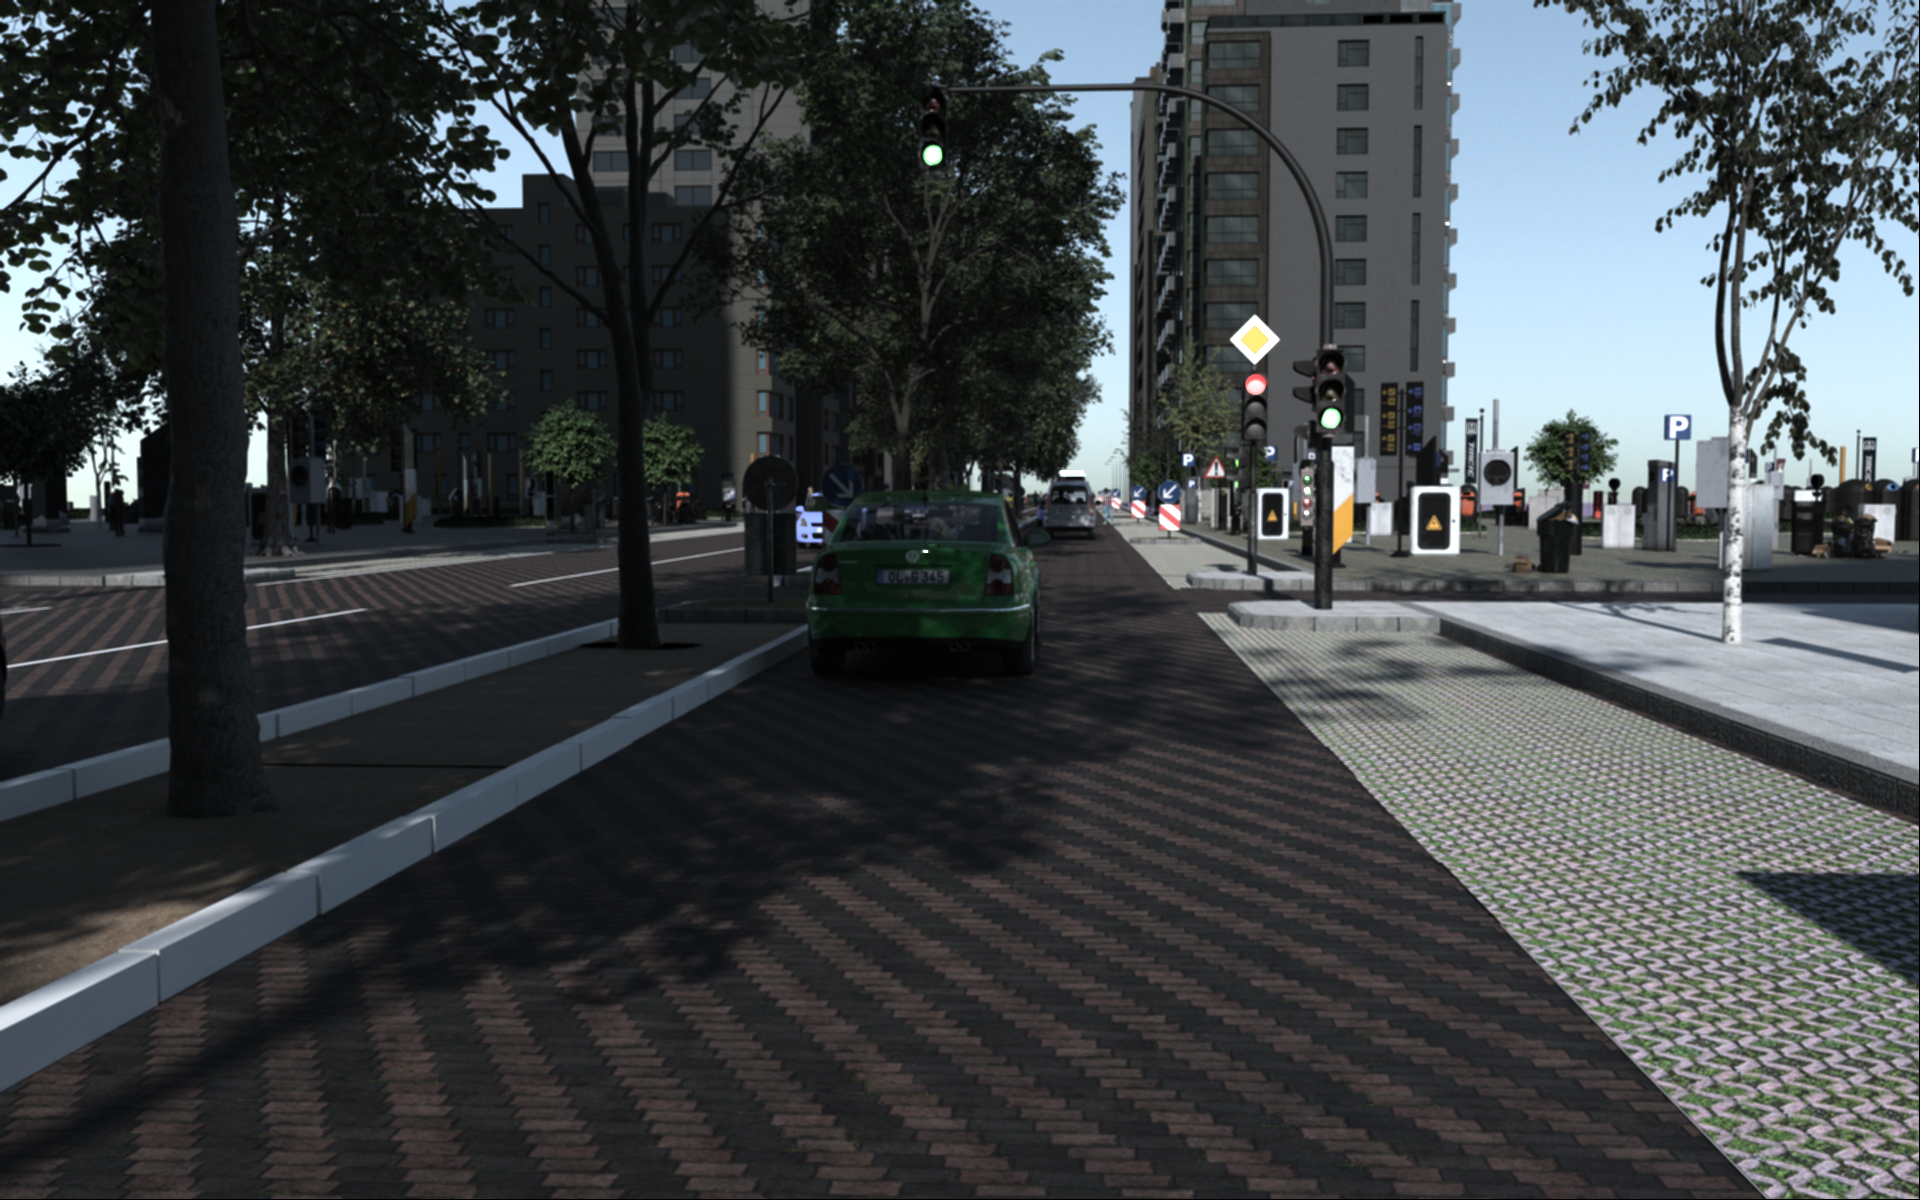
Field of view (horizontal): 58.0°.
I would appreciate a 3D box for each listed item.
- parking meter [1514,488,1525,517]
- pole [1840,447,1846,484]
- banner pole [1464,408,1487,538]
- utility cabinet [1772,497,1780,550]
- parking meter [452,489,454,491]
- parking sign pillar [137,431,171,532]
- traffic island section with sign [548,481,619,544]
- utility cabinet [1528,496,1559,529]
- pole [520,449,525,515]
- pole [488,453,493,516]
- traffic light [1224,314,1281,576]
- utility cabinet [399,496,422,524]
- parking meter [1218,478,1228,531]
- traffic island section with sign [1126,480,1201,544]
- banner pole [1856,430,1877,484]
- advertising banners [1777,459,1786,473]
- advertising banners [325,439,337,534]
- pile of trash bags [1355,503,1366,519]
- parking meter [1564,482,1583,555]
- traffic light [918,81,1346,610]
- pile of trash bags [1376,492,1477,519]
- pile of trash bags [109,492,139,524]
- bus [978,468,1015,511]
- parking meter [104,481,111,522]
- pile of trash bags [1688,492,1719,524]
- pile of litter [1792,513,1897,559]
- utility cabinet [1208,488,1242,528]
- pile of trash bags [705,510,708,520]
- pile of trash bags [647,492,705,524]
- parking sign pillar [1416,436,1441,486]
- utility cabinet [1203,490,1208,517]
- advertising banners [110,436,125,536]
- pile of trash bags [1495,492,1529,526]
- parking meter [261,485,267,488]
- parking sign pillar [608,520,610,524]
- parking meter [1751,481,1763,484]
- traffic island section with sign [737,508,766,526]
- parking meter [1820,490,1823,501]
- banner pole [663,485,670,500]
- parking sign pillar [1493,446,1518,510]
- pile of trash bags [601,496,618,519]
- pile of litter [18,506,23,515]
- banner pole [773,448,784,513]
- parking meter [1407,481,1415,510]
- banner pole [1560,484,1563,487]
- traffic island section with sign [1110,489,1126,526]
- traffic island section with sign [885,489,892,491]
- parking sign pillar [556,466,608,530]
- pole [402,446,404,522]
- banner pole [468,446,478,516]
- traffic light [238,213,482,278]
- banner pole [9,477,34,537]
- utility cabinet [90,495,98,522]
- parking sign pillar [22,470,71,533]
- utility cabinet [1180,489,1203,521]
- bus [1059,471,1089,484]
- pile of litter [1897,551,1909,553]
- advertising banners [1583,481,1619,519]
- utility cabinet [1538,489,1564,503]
[{"bbox_3d":[23.738,-3.975,73.406,0.372,1.533,0.369,0,3,0],"label":"parking meter"},{"bbox_3d":[37.993,-4.940,74.609,0.158,3.312,0.155,0,3,0],"label":"pole"},{"bbox_3d":[15.036,-3.703,50.564,0.863,3.779,0.401,-2,4,-28],"label":"banner pole"},{"bbox_3d":[18.731,-1.773,40.147,0.306,1.237,1.020,3,4,36],"label":"utility cabinet"},{"bbox_3d":[-26.402,-5.038,90.779,0.372,1.533,0.369,0,3,0],"label":"parking meter"},{"bbox_3d":[-27.341,-4.320,59.106,1.447,3.967,1.447,3,4,38],"label":"parking sign pillar"},{"bbox_3d":[-10.773,-2.565,50.570,1.989,1.847,2.006,0,4,4],"label":"traffic island section with sign"},{"bbox_3d":[21.398,-3.201,63.506,1.020,1.237,0.306,2,4,30],"label":"utility cabinet"},{"bbox_3d":[-19.871,-5.186,78.633,0.158,3.312,0.155,0,3,0],"label":"pole"},{"bbox_3d":[-23.433,-5.667,86.506,0.158,3.312,0.155,0,3,0],"label":"pole"},{"bbox_3d":[4.588,-2.341,27.199,0.839,4.253,0.868,0,4,4],"label":"traffic light"},{"bbox_3d":[-23.582,-3.865,74.359,0.306,1.237,1.020,2,4,31],"label":"utility cabinet"},{"bbox_3d":[9.262,-3.384,61.042,0.255,1.863,0.399,0,4,-5],"label":"parking meter"},{"bbox_3d":[5.906,-2.530,49.997,1.989,1.847,2.006,0,4,4],"label":"traffic island section with sign"},{"bbox_3d":[35.220,-4.738,67.491,0.863,3.779,0.401,1,4,21],"label":"banner pole"},{"bbox_3d":[39.982,-5.484,85.844,2.074,3.025,0.090,-1,4,-12],"label":"advertising banners"},{"bbox_3d":[-20.429,-3.676,56.298,0.090,3.025,2.074,-2,4,-29],"label":"advertising banners"},{"bbox_3d":[19.699,-4.551,84.160,1.912,1.369,3.447,0,4,-5],"label":"pile of trash bags"},{"bbox_3d":[12.917,-1.718,36.498,0.372,1.533,0.369,0,3,0],"label":"parking meter"},{"bbox_3d":[1.935,-2.726,19.238,4.771,5.953,1.251,0,4,4],"label":"traffic light"},{"bbox_3d":[17.779,-3.402,65.381,3.447,1.369,1.912,2,4,34],"label":"pile of trash bags"},{"bbox_3d":[-36.227,-4.054,76.034,1.912,1.369,3.447,0,4,4],"label":"pile of trash bags"},{"bbox_3d":[3.061,-8.839,136.059,2.896,3.916,12.252,0,4,2],"label":"bus"},{"bbox_3d":[-39.053,-4.505,79.366,0.255,1.863,0.399,-2,4,-26],"label":"parking meter"},{"bbox_3d":[28.574,-3.331,64.214,1.912,1.369,3.447,-2,4,-34],"label":"pile of trash bags"},{"bbox_3d":[17.745,-1.281,34.902,1.719,0.858,1.176,3,4,38],"label":"pile of litter"},{"bbox_3d":[9.997,-3.440,64.925,1.173,1.500,0.318,3,4,38],"label":"utility cabinet"},{"bbox_3d":[-13.668,-4.705,86.676,1.912,1.369,3.447,-1,4,-12],"label":"pile of trash bags"},{"bbox_3d":[-12.499,-4.066,76.239,1.912,1.369,3.447,0,4,-2],"label":"pile of trash bags"},{"bbox_3d":[21.912,-5.663,81.059,1.447,3.967,1.447,-1,4,-22],"label":"parking sign pillar"},{"bbox_3d":[13.572,-5.351,96.160,1.173,1.500,0.318,3,5,44],"label":"utility cabinet"},{"bbox_3d":[-25.760,-3.471,52.936,0.090,3.025,2.074,-1,4,-18],"label":"advertising banners"},{"bbox_3d":[23.042,-3.769,71.383,1.912,1.369,3.447,1,4,13],"label":"pile of trash bags"},{"bbox_3d":[-42.204,-6.080,105.113,0.399,1.863,0.255,-1,4,-21],"label":"parking meter"},{"bbox_3d":[-15.777,-5.252,74.336,1.447,3.967,1.447,0,4,4],"label":"parking sign pillar"},{"bbox_3d":[14.934,-1.486,32.706,0.372,1.533,0.369,0,3,0],"label":"parking meter"},{"bbox_3d":[-8.858,-4.229,77.780,1.989,1.847,2.006,0,4,4],"label":"traffic island section with sign"},{"bbox_3d":[44.131,-4.933,89.066,0.372,1.533,0.369,0,3,0],"label":"parking meter"},{"bbox_3d":[-15.072,-6.060,89.100,0.401,3.779,0.863,1,4,20],"label":"banner pole"},{"bbox_3d":[30.728,-6.674,97.588,1.447,3.967,1.447,-1,4,-18],"label":"parking sign pillar"},{"bbox_3d":[-17.405,-4.923,90.248,1.912,1.369,3.447,2,4,27],"label":"pile of trash bags"},{"bbox_3d":[-42.171,-3.903,77.782,1.719,0.858,1.176,3,4,38],"label":"pile of litter"},{"bbox_3d":[-9.772,-6.352,93.874,0.863,3.779,0.401,2,4,26],"label":"banner pole"},{"bbox_3d":[19.753,-4.295,75.936,0.255,1.863,0.399,0,4,-4],"label":"parking meter"},{"bbox_3d":[25.097,-4.981,71.454,0.401,3.779,0.863,-2,4,-32],"label":"banner pole"},{"bbox_3d":[7.783,-4.175,76.887,1.989,1.847,2.006,0,4,4],"label":"traffic island section with sign"},{"bbox_3d":[-5.304,-7.312,128.185,1.989,1.847,2.006,0,4,4],"label":"traffic island section with sign"},{"bbox_3d":[-13.935,-4.550,62.871,1.447,3.967,1.447,3,4,39],"label":"parking sign pillar"},{"bbox_3d":[-23.116,-4.793,72.204,0.158,3.312,0.155,0,3,0],"label":"pole"},{"bbox_3d":[-25.578,-6.175,90.985,0.401,3.779,0.863,2,4,35],"label":"banner pole"},{"bbox_3d":[-10.189,-3.277,28.254,4.771,5.953,1.251,0,4,4],"label":"traffic light"},{"bbox_3d":[-27.914,-3.762,51.534,0.401,3.779,0.863,2,4,24],"label":"banner pole"},{"bbox_3d":[-40.708,-4.297,81.425,0.306,1.237,1.020,-2,4,-24],"label":"utility cabinet"},{"bbox_3d":[-30.658,-4.252,57.993,1.447,3.967,1.447,3,5,44],"label":"parking sign pillar"},{"bbox_3d":[11.007,-4.546,83.003,0.318,1.500,1.173,-2,4,-33],"label":"utility cabinet"},{"bbox_3d":[9.451,-9.284,146.654,2.948,3.499,13.247,0,4,4],"label":"bus"},{"bbox_3d":[20.023,-1.482,38.192,1.719,0.858,1.176,2,4,33],"label":"pile of litter"},{"bbox_3d":[33.157,-5.730,89.866,2.074,3.025,0.090,0,4,-3],"label":"advertising banners"},{"bbox_3d":[25.844,-4.093,75.598,0.318,1.500,1.173,-3,5,-44],"label":"utility cabinet"}]
